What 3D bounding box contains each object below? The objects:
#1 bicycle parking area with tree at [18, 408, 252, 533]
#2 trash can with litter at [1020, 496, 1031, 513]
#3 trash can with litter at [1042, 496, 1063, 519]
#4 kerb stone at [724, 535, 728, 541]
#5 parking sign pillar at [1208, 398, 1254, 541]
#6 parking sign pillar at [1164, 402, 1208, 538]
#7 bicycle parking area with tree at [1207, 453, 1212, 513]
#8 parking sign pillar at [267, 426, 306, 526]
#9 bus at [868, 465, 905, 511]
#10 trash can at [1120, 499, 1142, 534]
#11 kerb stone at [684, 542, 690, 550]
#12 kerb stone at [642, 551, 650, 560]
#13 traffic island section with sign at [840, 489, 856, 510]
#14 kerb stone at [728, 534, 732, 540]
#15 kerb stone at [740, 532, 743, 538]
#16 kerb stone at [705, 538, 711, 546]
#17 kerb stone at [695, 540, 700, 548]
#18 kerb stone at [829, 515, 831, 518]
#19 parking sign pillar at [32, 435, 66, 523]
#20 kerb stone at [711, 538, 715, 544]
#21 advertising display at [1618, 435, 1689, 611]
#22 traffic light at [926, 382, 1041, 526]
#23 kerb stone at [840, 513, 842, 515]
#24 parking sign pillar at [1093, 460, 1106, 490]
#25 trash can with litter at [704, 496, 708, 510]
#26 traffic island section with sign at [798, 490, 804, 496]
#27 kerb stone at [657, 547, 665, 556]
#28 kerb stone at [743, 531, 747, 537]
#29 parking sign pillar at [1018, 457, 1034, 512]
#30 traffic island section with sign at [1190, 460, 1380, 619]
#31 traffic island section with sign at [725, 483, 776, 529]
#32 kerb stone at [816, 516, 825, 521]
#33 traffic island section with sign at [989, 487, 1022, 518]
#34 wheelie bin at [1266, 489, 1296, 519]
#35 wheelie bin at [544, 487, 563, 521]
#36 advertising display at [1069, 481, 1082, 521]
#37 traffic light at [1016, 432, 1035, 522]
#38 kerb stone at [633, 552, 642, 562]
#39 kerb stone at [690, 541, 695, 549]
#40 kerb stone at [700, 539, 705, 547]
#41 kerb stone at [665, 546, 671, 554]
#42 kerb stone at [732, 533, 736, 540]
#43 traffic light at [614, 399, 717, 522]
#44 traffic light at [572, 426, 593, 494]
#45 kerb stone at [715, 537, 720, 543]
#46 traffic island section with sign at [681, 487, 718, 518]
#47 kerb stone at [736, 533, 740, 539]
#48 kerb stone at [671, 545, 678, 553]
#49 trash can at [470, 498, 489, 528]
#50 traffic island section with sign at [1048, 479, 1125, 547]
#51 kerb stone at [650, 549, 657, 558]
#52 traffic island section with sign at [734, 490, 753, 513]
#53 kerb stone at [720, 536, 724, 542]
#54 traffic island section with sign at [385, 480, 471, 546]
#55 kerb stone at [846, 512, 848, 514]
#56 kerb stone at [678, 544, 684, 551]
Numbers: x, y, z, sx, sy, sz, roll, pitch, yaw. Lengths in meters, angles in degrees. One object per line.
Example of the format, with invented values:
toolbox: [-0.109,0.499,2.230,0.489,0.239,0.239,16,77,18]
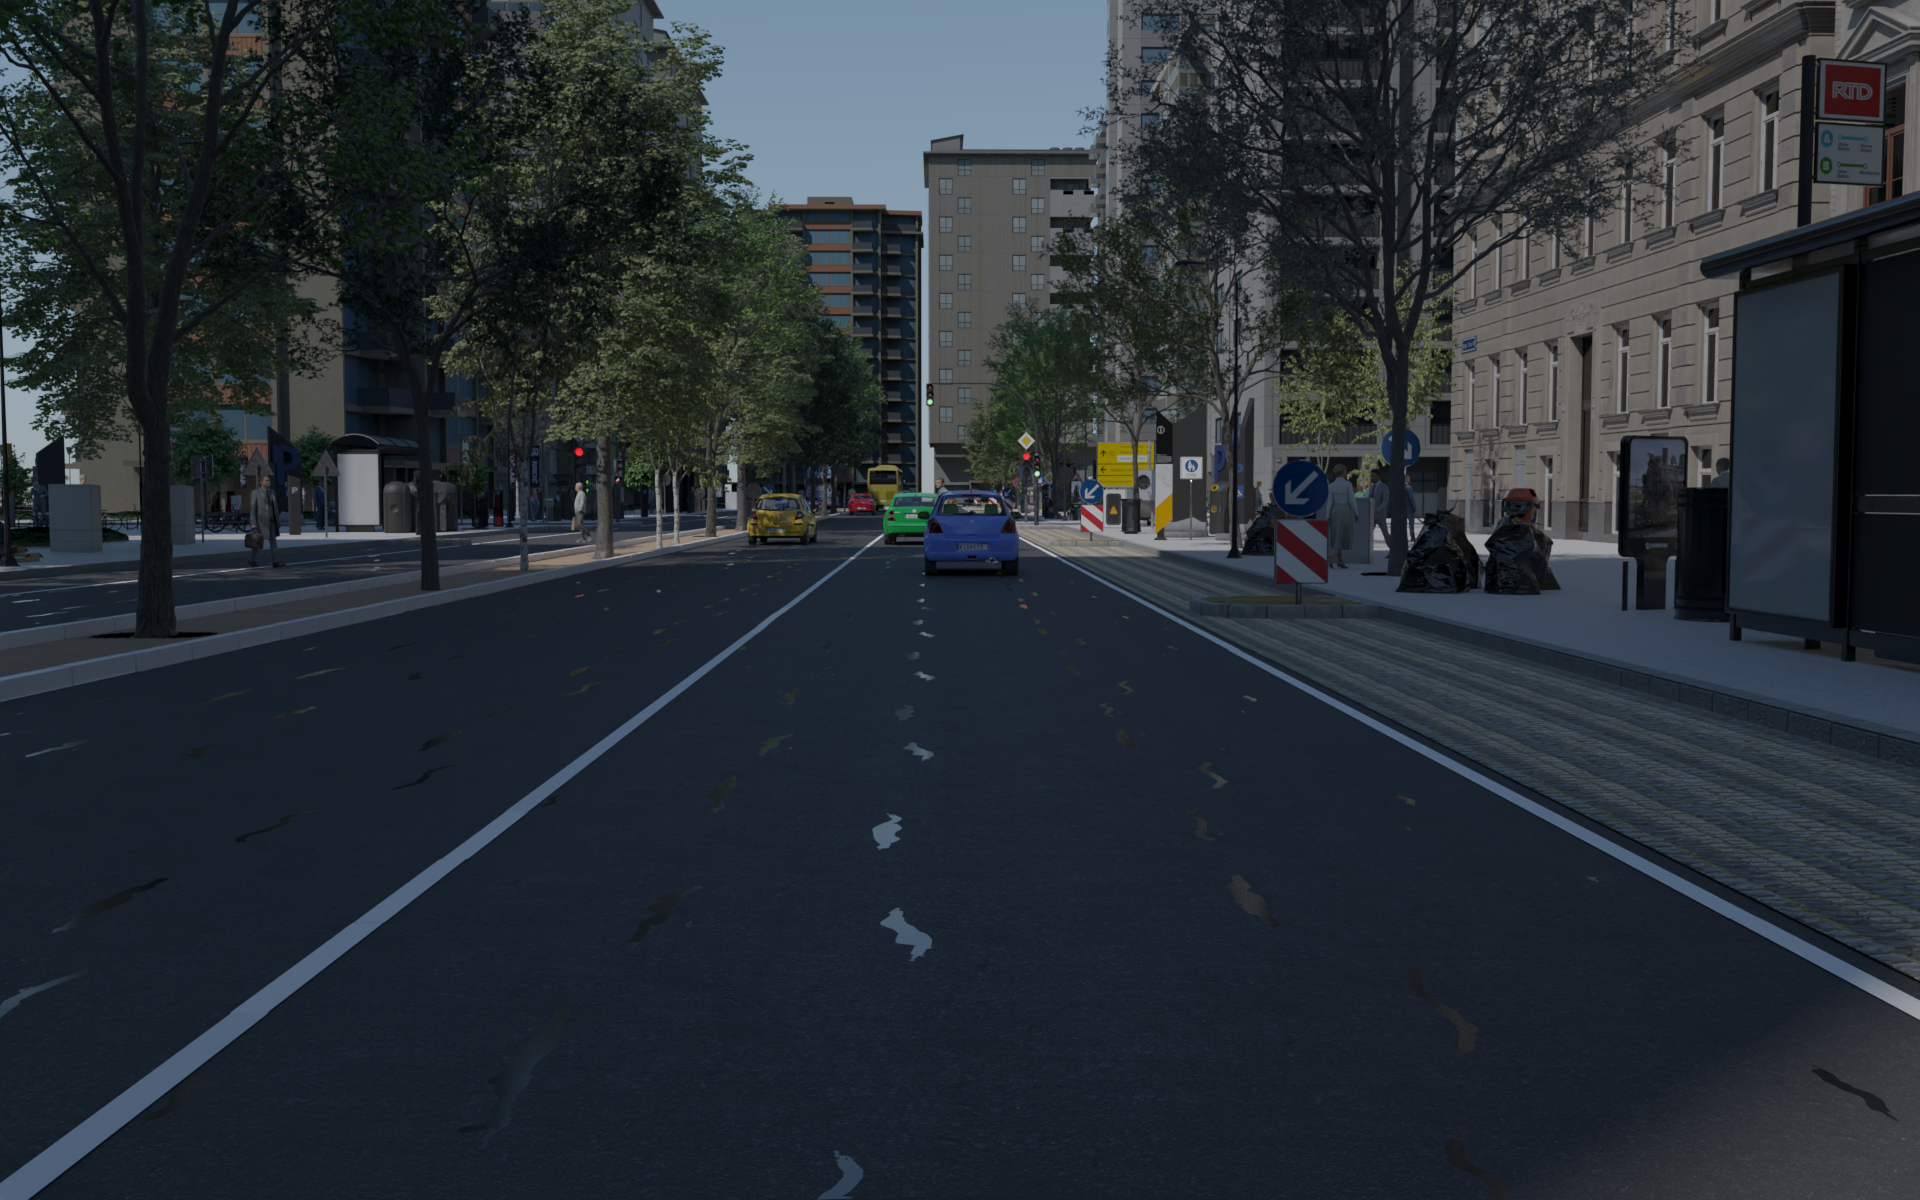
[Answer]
bicycle parking area with tree: [-27.879,-4.446,59.694,9.016,4.147,8.231,0,4,-1]
trash can with litter: [4.400,-6.324,114.783,0.624,1.170,1.055,-2,4,-28]
trash can with litter: [4.788,-4.747,88.993,1.055,1.170,0.624,-1,4,-10]
kerb stone: [-7.202,-1.845,52.361,0.120,0.150,1.000,0,4,-1]
parking sign pillar: [7.810,-3.639,47.964,1.447,3.967,1.447,1,4,20]
parking sign pillar: [6.646,-3.843,51.301,1.447,3.967,1.447,1,4,11]
bicycle parking area with tree: [18.243,-8.035,118.372,9.016,4.147,8.231,0,4,-4]
parking sign pillar: [-26.993,-4.943,69.298,1.447,3.967,1.447,2,4,31]
bus: [-6.274,-9.516,147.140,2.896,3.916,12.252,0,3,0]
trash can: [5.492,-2.689,55.622,0.748,1.137,0.748,0,3,0]
kerb stone: [-7.093,-1.343,44.166,0.120,0.150,1.000,0,4,-1]
kerb stone: [-7.008,-0.966,38.016,0.120,0.150,1.000,0,4,-1]
traffic island section with sign: [-9.608,-8.878,153.299,2.006,1.907,1.989,0,4,-1]
kerb stone: [-7.227,-1.908,53.388,0.120,0.150,1.000,0,4,-1]
kerb stone: [-7.260,-2.095,56.456,0.120,0.150,1.000,0,4,-1]
kerb stone: [-7.146,-1.594,48.256,0.120,0.150,1.000,0,4,-1]
kerb stone: [-7.123,-1.469,46.209,0.120,0.150,1.000,0,4,-1]
kerb stone: [-7.867,-4.889,102.133,0.120,0.150,1.000,0,4,-1]
parking sign pillar: [-40.976,-5.471,77.920,1.447,3.967,1.447,2,4,30]
kerb stone: [-7.164,-1.657,49.287,0.120,0.150,1.000,0,4,-1]
advertising display: [7.681,-0.856,19.201,0.974,1.923,0.123,-2,4,-29]
traffic light: [1.002,-5.855,70.394,4.771,5.953,1.251,0,4,-1]
kerb stone: [-8.043,-5.637,114.430,0.120,0.150,1.000,0,4,-1]
parking sign pillar: [7.826,-6.646,97.128,1.447,3.967,1.447,-1,4,-10]
trash can with litter: [-20.624,-7.872,140.090,1.055,1.170,0.624,3,5,39]
traffic island section with sign: [-16.571,-10.540,180.949,1.989,1.847,2.006,0,4,-1]
kerb stone: [-7.033,-1.093,40.065,0.120,0.150,1.000,0,4,-1]
kerb stone: [-7.271,-2.158,57.478,0.120,0.150,1.000,0,4,-1]
parking sign pillar: [4.866,-8.290,124.015,1.447,3.967,1.447,1,4,16]
traffic island section with sign: [3.808,-0.740,20.720,1.989,1.847,2.006,0,4,-1]
traffic island section with sign: [-8.496,-3.830,70.761,2.006,1.907,1.989,0,4,-1]
kerb stone: [-7.808,-4.576,97.013,0.120,0.150,1.000,0,4,-1]
traffic island section with sign: [2.699,-5.788,103.259,1.989,1.847,2.006,0,4,-1]
wheelie bin: [7.669,-2.012,40.808,0.693,1.594,0.980,-3,4,-36]
wheelie bin: [-19.166,-4.510,81.648,0.980,1.594,0.693,2,4,28]
advertising display: [5.513,-4.737,82.661,0.123,1.923,0.974,2,4,35]
traffic light: [2.985,-5.482,78.548,0.839,4.253,0.868,0,4,-1]
kerb stone: [-6.995,-0.905,36.992,0.120,0.150,1.000,0,4,-1]
kerb stone: [-7.112,-1.399,45.188,0.120,0.150,1.000,0,4,-1]
kerb stone: [-7.137,-1.531,47.234,0.120,0.150,1.000,0,4,-1]
kerb stone: [-7.055,-1.154,41.093,0.120,0.150,1.000,0,4,-1]
kerb stone: [-7.229,-1.970,54.410,0.120,0.150,1.000,0,4,-1]
traffic light: [-13.384,-6.341,78.347,4.771,5.953,1.251,0,4,-1]
traffic light: [-15.367,-4.977,70.300,0.839,4.253,0.868,0,4,-1]
kerb stone: [-7.181,-1.715,50.309,0.120,0.150,1.000,0,4,-1]
traffic island section with sign: [-15.528,-5.794,103.357,1.989,1.847,2.006,0,4,-1]
kerb stone: [-7.239,-2.025,55.435,0.120,0.150,1.000,0,4,-1]
kerb stone: [-7.059,-1.217,42.115,0.120,0.150,1.000,0,4,-1]
trash can: [-17.896,-3.235,64.553,0.748,1.137,0.748,0,3,0]
traffic island section with sign: [3.450,-2.388,47.673,1.989,1.847,2.006,0,4,-1]
kerb stone: [-7.023,-1.024,39.043,0.120,0.150,1.000,0,4,-1]
traffic island section with sign: [-15.877,-7.442,130.310,1.989,1.847,2.006,0,4,-1]
kerb stone: [-7.189,-1.782,51.331,0.120,0.150,1.000,0,4,-1]
traffic island section with sign: [-14.782,-2.431,48.380,1.989,1.847,2.006,0,4,-1]
kerb stone: [-8.132,-6.078,121.592,0.120,0.150,1.000,0,4,-1]
kerb stone: [-7.084,-1.281,43.140,0.120,0.150,1.000,0,4,-1]
